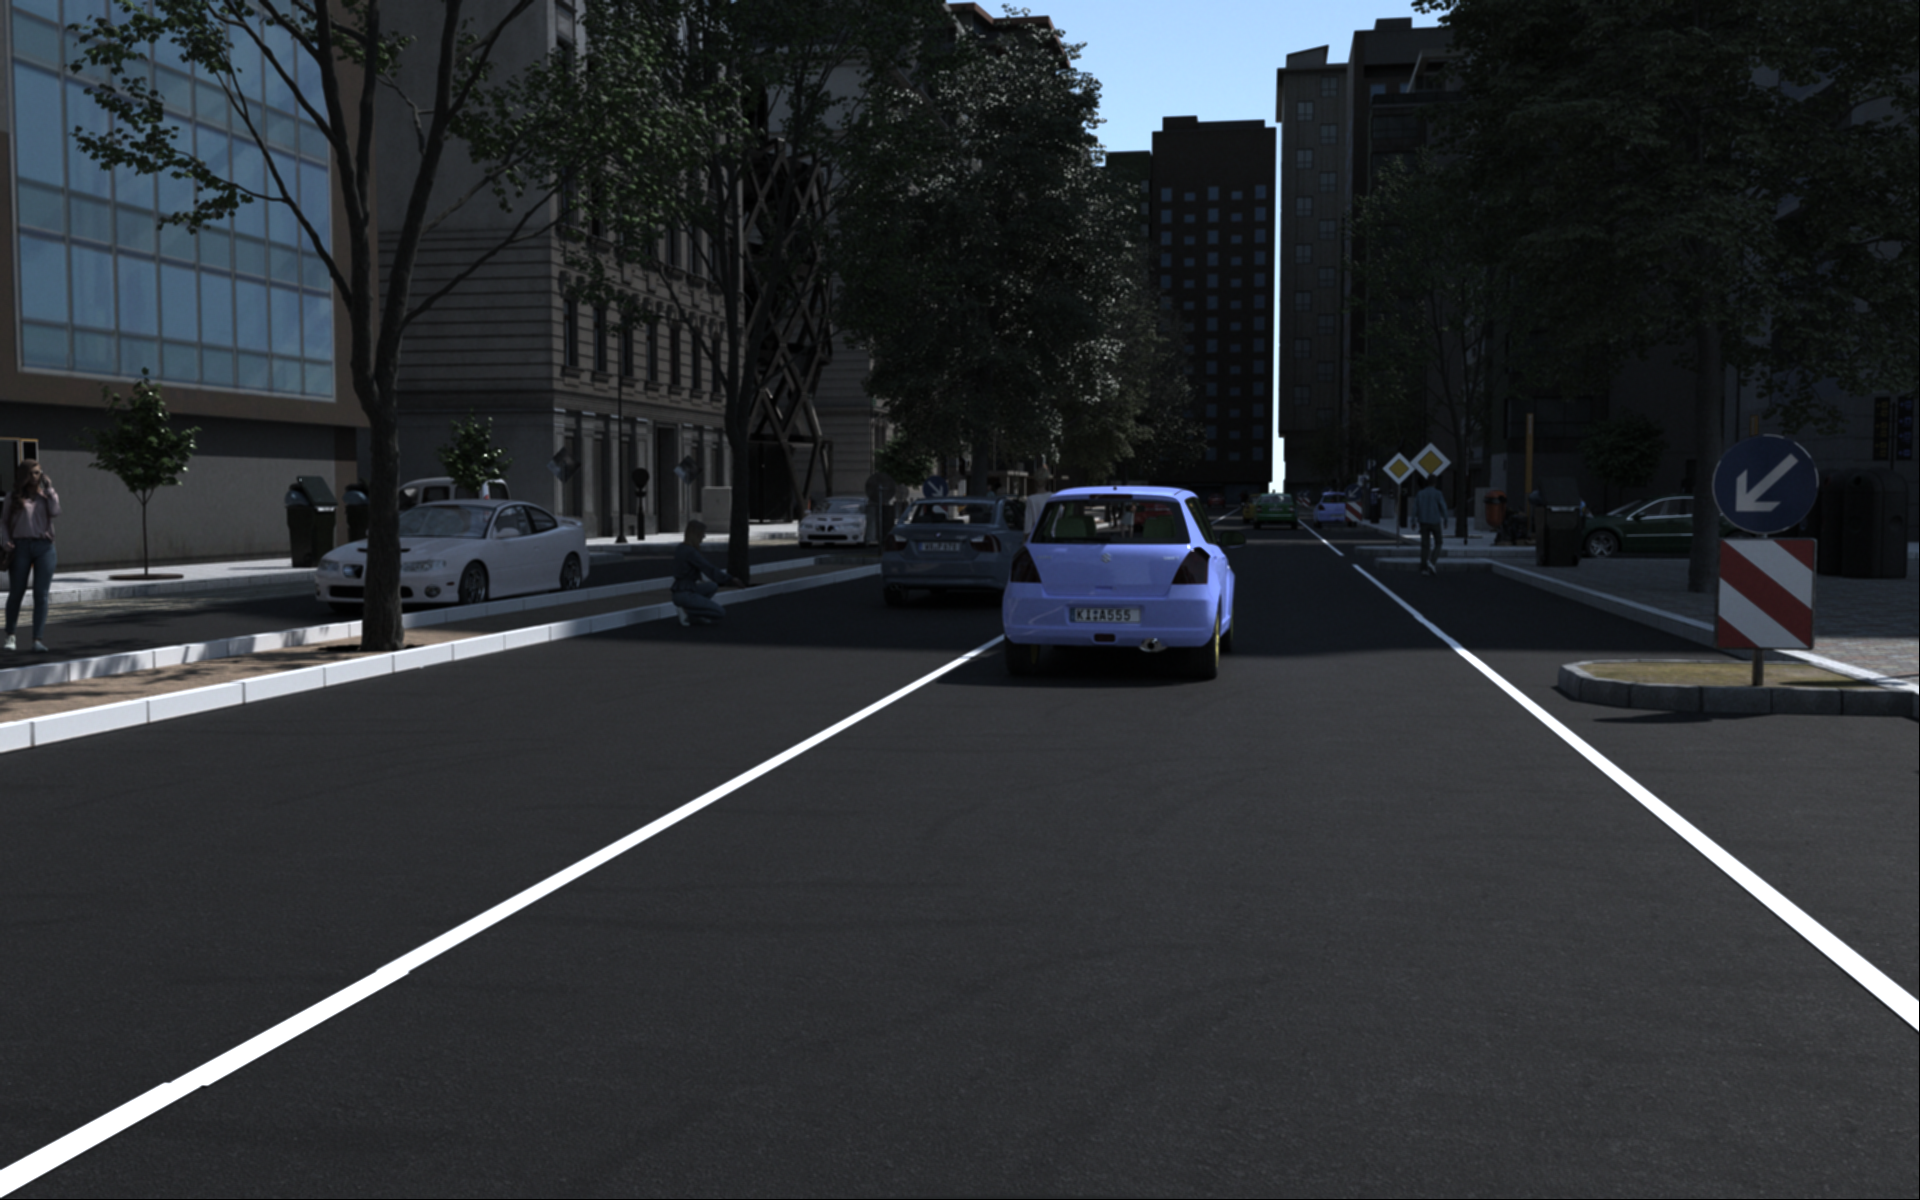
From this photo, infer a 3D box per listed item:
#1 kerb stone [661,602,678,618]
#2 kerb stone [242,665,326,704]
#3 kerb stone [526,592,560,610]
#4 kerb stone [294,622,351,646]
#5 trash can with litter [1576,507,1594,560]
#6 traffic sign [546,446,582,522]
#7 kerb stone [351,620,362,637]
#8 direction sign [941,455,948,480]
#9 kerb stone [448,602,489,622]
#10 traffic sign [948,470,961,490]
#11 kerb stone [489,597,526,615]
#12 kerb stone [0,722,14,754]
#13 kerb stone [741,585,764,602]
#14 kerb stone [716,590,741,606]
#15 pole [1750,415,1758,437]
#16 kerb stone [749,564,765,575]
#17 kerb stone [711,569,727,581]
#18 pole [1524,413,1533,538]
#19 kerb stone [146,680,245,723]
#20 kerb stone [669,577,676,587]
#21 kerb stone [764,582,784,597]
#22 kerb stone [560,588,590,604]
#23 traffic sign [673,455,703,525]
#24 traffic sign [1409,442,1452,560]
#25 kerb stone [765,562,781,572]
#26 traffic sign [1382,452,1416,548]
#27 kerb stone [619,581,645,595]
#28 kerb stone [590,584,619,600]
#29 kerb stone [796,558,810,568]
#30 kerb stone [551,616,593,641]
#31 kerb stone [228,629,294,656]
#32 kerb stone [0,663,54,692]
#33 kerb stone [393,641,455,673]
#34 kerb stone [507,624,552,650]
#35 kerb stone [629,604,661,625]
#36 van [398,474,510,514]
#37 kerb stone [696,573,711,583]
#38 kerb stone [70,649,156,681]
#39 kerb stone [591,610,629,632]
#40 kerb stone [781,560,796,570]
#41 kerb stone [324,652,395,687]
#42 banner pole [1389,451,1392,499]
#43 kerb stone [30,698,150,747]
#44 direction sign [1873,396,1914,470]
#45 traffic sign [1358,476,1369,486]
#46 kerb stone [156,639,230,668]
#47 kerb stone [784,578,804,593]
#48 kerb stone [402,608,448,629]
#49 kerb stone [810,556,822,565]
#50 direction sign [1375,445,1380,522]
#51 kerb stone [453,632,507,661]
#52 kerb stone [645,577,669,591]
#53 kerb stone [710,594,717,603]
[{"bbox_3d":[-3.420,0.113,20.388,0.120,0.150,1.000,1,4,10],"label":"kerb stone"},{"bbox_3d":[-4.847,0.604,12.315,0.120,0.150,1.000,1,4,10],"label":"kerb stone"},{"bbox_3d":[-5.315,0.027,21.755,0.120,0.150,1.000,1,4,10],"label":"kerb stone"},{"bbox_3d":[-6.210,0.336,16.698,0.120,0.150,1.000,1,4,10],"label":"kerb stone"},{"bbox_3d":[11.690,-1.353,33.513,1.055,1.170,0.624,-2,4,-34],"label":"trash can with litter"},{"bbox_3d":[-8.353,-2.012,36.533,0.795,2.450,0.064,1,4,10],"label":"traffic sign"},{"bbox_3d":[-6.035,0.279,17.721,0.120,0.150,1.000,1,4,10],"label":"kerb stone"},{"bbox_3d":[-0.892,-6.462,97.649,0.379,3.537,0.876,-2,4,-24],"label":"direction sign"},{"bbox_3d":[-5.672,0.151,19.736,0.120,0.150,1.000,1,4,10],"label":"kerb stone"},{"bbox_3d":[-0.313,-5.700,93.297,0.768,2.556,0.104,1,4,17],"label":"traffic sign"},{"bbox_3d":[-5.499,0.088,20.750,0.120,0.150,1.000,1,4,10],"label":"kerb stone"},{"bbox_3d":[-5.391,0.793,9.290,0.120,0.150,1.000,1,4,10],"label":"kerb stone"},{"bbox_3d":[-2.890,-0.069,23.413,0.120,0.150,1.000,1,4,10],"label":"kerb stone"},{"bbox_3d":[-3.076,-0.013,22.408,0.120,0.150,1.000,1,4,10],"label":"kerb stone"},{"bbox_3d":[20.521,-3.119,44.843,0.158,3.312,0.155,0,3,0],"label":"pole"},{"bbox_3d":[-3.718,-0.523,30.828,0.120,0.150,1.000,1,4,10],"label":"kerb stone"},{"bbox_3d":[-4.066,-0.404,28.808,0.120,0.150,1.000,1,4,10],"label":"kerb stone"},{"bbox_3d":[14.385,-3.057,43.829,0.158,3.312,0.155,0,3,0],"label":"pole"},{"bbox_3d":[-5.030,0.671,11.308,0.120,0.150,1.000,1,4,10],"label":"kerb stone"},{"bbox_3d":[-4.421,-0.281,26.795,0.120,0.150,1.000,1,4,10],"label":"kerb stone"},{"bbox_3d":[-2.717,-0.132,24.420,0.120,0.150,1.000,1,4,10],"label":"kerb stone"},{"bbox_3d":[-5.141,-0.035,22.762,0.120,0.150,1.000,1,4,10],"label":"kerb stone"},{"bbox_3d":[-6.966,-2.493,44.397,0.795,2.450,0.064,1,4,10],"label":"traffic sign"},{"bbox_3d":[9.069,-1.823,33.450,0.795,2.450,0.064,1,4,10],"label":"traffic sign"},{"bbox_3d":[-3.533,-0.590,31.837,0.120,0.150,1.000,1,4,10],"label":"kerb stone"},{"bbox_3d":[10.457,-2.304,41.314,0.795,2.450,0.064,1,4,10],"label":"traffic sign"},{"bbox_3d":[-4.779,-0.158,24.778,0.120,0.150,1.000,1,4,10],"label":"kerb stone"},{"bbox_3d":[-4.956,-0.096,23.771,0.120,0.150,1.000,1,4,10],"label":"kerb stone"},{"bbox_3d":[-3.173,-0.714,33.863,0.120,0.150,1.000,1,4,10],"label":"kerb stone"},{"bbox_3d":[-3.958,0.297,17.369,0.120,0.150,1.000,1,4,10],"label":"kerb stone"},{"bbox_3d":[-6.385,0.398,15.688,0.120,0.150,1.000,1,4,10],"label":"kerb stone"},{"bbox_3d":[-6.921,0.583,12.670,0.120,0.150,1.000,1,4,10],"label":"kerb stone"},{"bbox_3d":[-4.493,0.480,14.342,0.120,0.150,1.000,1,4,10],"label":"kerb stone"},{"bbox_3d":[-4.139,0.358,16.358,0.120,0.150,1.000,1,4,10],"label":"kerb stone"},{"bbox_3d":[-3.601,0.173,19.382,0.120,0.150,1.000,1,4,10],"label":"kerb stone"},{"bbox_3d":[-13.068,-2.157,42.282,4.112,2.044,2.013,1,4,8],"label":"van"},{"bbox_3d":[-4.250,-0.343,27.802,0.120,0.150,1.000,1,4,10],"label":"kerb stone"},{"bbox_3d":[-6.744,0.523,13.676,0.120,0.150,1.000,1,4,10],"label":"kerb stone"},{"bbox_3d":[-3.775,0.235,18.375,0.120,0.150,1.000,1,4,10],"label":"kerb stone"},{"bbox_3d":[-3.353,-0.652,32.852,0.120,0.150,1.000,1,4,10],"label":"kerb stone"},{"bbox_3d":[-4.672,0.542,13.328,0.120,0.150,1.000,1,4,10],"label":"kerb stone"},{"bbox_3d":[25.323,-6.845,101.928,0.401,3.779,0.863,1,4,22],"label":"banner pole"},{"bbox_3d":[-5.208,0.732,10.301,0.120,0.150,1.000,1,4,10],"label":"kerb stone"},{"bbox_3d":[21.636,-2.949,40.216,0.379,3.537,0.876,-3,4,-36],"label":"direction sign"},{"bbox_3d":[22.026,-5.654,94.568,0.606,2.300,0.079,1,4,17],"label":"traffic sign"},{"bbox_3d":[-6.562,0.460,14.682,0.120,0.150,1.000,1,4,10],"label":"kerb stone"},{"bbox_3d":[-2.525,-0.197,25.438,0.120,0.150,1.000,1,4,10],"label":"kerb stone"},{"bbox_3d":[-5.852,0.212,18.726,0.120,0.150,1.000,1,4,10],"label":"kerb stone"},{"bbox_3d":[-3.008,-0.772,34.872,0.120,0.150,1.000,1,4,10],"label":"kerb stone"},{"bbox_3d":[19.103,-5.351,79.484,0.379,3.537,0.876,1,4,12],"label":"direction sign"},{"bbox_3d":[-4.314,0.419,15.349,0.120,0.150,1.000,1,4,10],"label":"kerb stone"},{"bbox_3d":[-4.600,-0.220,25.789,0.120,0.150,1.000,1,4,10],"label":"kerb stone"},{"bbox_3d":[-3.252,0.049,21.401,0.120,0.150,1.000,1,4,10],"label":"kerb stone"}]
